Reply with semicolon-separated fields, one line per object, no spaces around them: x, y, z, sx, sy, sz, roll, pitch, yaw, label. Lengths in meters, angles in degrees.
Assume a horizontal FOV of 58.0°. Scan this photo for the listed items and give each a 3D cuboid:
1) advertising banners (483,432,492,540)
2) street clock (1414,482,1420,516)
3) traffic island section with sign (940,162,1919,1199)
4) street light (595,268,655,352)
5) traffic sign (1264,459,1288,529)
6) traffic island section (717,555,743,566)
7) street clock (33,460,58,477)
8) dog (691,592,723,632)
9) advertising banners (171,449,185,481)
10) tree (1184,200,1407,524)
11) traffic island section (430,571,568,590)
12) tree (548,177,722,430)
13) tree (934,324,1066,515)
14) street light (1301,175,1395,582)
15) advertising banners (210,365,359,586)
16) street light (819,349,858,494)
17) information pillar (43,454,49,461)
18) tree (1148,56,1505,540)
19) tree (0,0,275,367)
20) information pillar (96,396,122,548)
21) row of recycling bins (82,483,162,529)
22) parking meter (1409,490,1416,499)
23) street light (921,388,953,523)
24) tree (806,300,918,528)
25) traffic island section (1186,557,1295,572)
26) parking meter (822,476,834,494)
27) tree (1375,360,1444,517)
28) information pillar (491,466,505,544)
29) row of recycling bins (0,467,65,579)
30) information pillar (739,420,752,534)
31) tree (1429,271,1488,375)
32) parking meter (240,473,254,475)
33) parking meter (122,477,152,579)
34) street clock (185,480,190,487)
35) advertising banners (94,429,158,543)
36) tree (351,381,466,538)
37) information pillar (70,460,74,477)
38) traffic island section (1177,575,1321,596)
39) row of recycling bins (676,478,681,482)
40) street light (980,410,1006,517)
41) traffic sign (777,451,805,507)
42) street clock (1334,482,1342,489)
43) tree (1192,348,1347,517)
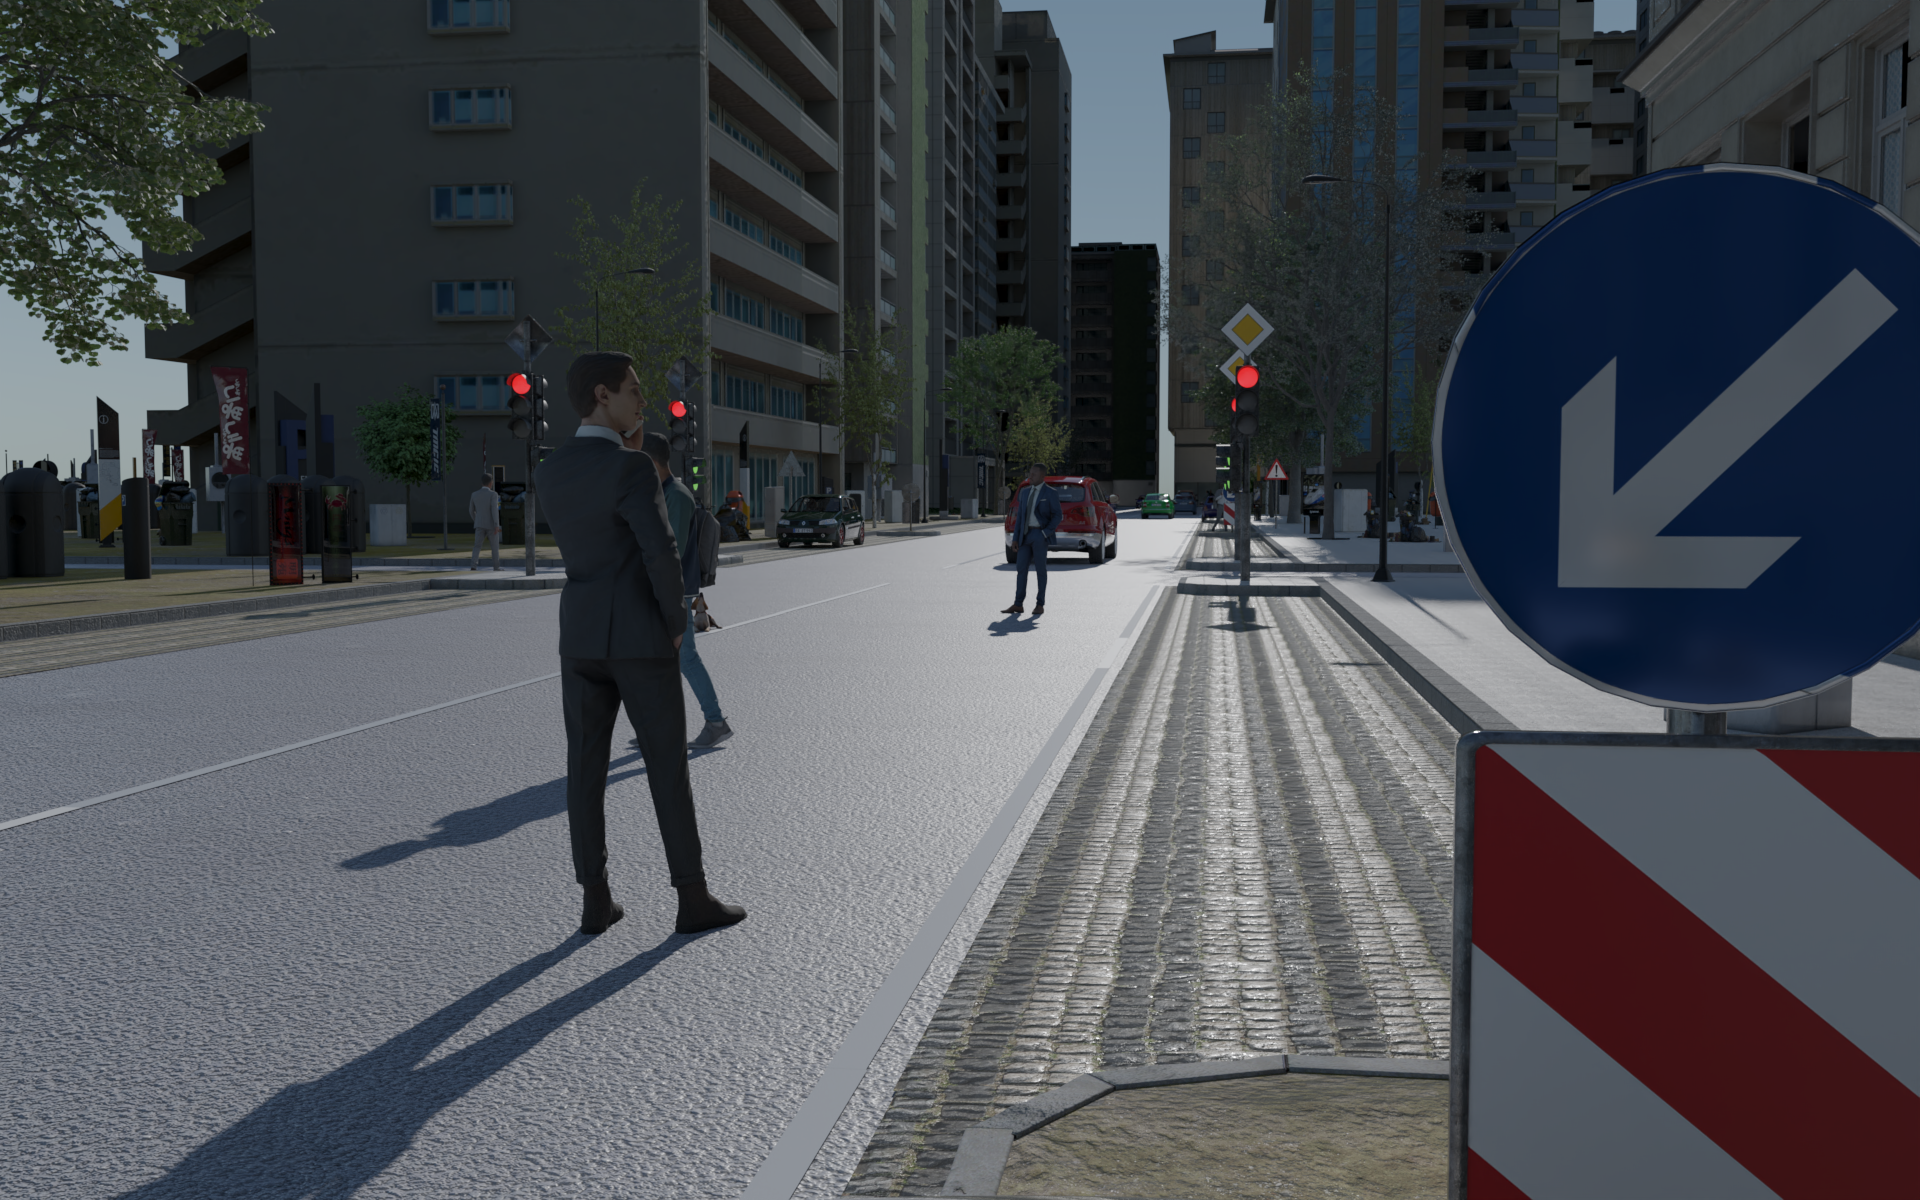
-13.221;-3.201;48.523;0.090;3.025;2.074;-1;4;-20;advertising banners
27.146;-5.997;102.626;0.471;2.002;0.358;-2;4;-35;street clock
0.917;0.351;2.886;1.989;1.847;2.006;1;4;8;traffic island section with sign
-6.961;-3.870;35.810;1.470;5.913;1.316;1;4;8;street light
11.659;-3.905;63.849;0.884;2.594;0.081;1;4;10;traffic sign
-5.617;-0.788;35.170;2.009;0.180;2.903;1;4;8;traffic island section
-19.659;-1.999;37.259;0.471;2.002;0.358;1;4;11;street clock
-2.646;0.117;18.283;0.550;0.427;0.748;3;4;37;dog
-29.776;-4.368;67.598;2.074;3.025;0.090;0;4;7;advertising banners
14.517;-10.315;75.306;9.857;13.997;8.962;0;3;0;tree
-6.777;-0.305;27.269;2.009;0.180;2.903;1;4;8;traffic island section
-7.872;-5.553;41.149;4.737;8.622;4.395;0;3;0;tree
2.405;-10.939;104.607;9.928;11.665;9.643;0;3;0;tree
5.670;-3.228;25.316;1.470;5.913;1.316;1;4;8;street light
-9.483;-1.724;24.377;0.090;3.025;2.074;3;5;43;advertising banners
-3.961;-5.088;55.726;1.470;5.913;1.316;1;4;8;street light
-53.112;-6.704;100.965;0.183;3.616;0.504;-2;4;-25;information pillar
10.370;-8.451;48.550;12.009;13.543;11.850;0;3;0;tree
-10.180;-6.008;16.356;7.486;12.596;7.792;0;3;0;tree
-20.354;-3.062;41.411;0.504;3.616;0.183;-2;4;-34;information pillar
-30.653;-3.412;62.907;1.069;1.692;3.534;3;5;44;row of recycling bins
27.836;-6.005;106.592;0.372;1.533;0.369;0;3;0;parking meter
-1.022;-6.324;75.938;1.470;5.913;1.316;1;4;8;street light
-3.379;-6.997;64.756;4.737;8.622;4.395;0;3;0;tree
5.406;-0.689;33.552;2.009;0.180;2.903;1;4;8;traffic island section
-4.407;-3.176;57.646;0.399;1.863;0.255;-2;4;-31;parking meter
25.073;-8.813;94.453;4.737;8.622;4.395;0;3;0;tree
-11.926;-2.463;44.769;0.304;2.012;0.304;-1;4;-22;information pillar
-15.102;-1.139;25.730;1.069;1.692;3.534;2;4;33;row of recycling bins
-6.853;-3.903;55.165;0.183;3.616;0.504;-3;4;-37;information pillar
17.362;-6.503;56.678;4.360;8.622;3.978;0;3;0;tree
-18.681;-2.434;45.513;0.255;1.863;0.399;1;4;12;parking meter
-12.426;-1.084;26.136;0.372;1.533;0.369;0;3;0;parking meter
-39.944;-5.177;89.220;0.358;2.002;0.471;3;5;40;street clock
-22.016;-3.036;45.819;0.090;3.025;2.074;1;4;22;advertising banners
-16.096;-4.099;50.741;4.285;4.588;4.351;0;3;0;tree
-61.078;-7.822;119.236;0.183;3.616;0.504;-1;4;-8;information pillar
4.245;-0.206;25.651;2.009;0.180;2.903;1;4;8;traffic island section
-8.314;-2.280;44.391;3.534;1.692;1.069;2;4;31;row of recycling bins
1.827;-7.559;96.136;1.470;5.913;1.316;1;4;8;street light
-5.064;-3.175;51.913;0.884;2.594;0.081;1;4;14;traffic sign
22.599;-6.055;103.573;0.471;2.002;0.358;-3;4;-36;street clock
17.178;-9.838;95.260;8.767;10.594;7.601;0;4;-1;tree
